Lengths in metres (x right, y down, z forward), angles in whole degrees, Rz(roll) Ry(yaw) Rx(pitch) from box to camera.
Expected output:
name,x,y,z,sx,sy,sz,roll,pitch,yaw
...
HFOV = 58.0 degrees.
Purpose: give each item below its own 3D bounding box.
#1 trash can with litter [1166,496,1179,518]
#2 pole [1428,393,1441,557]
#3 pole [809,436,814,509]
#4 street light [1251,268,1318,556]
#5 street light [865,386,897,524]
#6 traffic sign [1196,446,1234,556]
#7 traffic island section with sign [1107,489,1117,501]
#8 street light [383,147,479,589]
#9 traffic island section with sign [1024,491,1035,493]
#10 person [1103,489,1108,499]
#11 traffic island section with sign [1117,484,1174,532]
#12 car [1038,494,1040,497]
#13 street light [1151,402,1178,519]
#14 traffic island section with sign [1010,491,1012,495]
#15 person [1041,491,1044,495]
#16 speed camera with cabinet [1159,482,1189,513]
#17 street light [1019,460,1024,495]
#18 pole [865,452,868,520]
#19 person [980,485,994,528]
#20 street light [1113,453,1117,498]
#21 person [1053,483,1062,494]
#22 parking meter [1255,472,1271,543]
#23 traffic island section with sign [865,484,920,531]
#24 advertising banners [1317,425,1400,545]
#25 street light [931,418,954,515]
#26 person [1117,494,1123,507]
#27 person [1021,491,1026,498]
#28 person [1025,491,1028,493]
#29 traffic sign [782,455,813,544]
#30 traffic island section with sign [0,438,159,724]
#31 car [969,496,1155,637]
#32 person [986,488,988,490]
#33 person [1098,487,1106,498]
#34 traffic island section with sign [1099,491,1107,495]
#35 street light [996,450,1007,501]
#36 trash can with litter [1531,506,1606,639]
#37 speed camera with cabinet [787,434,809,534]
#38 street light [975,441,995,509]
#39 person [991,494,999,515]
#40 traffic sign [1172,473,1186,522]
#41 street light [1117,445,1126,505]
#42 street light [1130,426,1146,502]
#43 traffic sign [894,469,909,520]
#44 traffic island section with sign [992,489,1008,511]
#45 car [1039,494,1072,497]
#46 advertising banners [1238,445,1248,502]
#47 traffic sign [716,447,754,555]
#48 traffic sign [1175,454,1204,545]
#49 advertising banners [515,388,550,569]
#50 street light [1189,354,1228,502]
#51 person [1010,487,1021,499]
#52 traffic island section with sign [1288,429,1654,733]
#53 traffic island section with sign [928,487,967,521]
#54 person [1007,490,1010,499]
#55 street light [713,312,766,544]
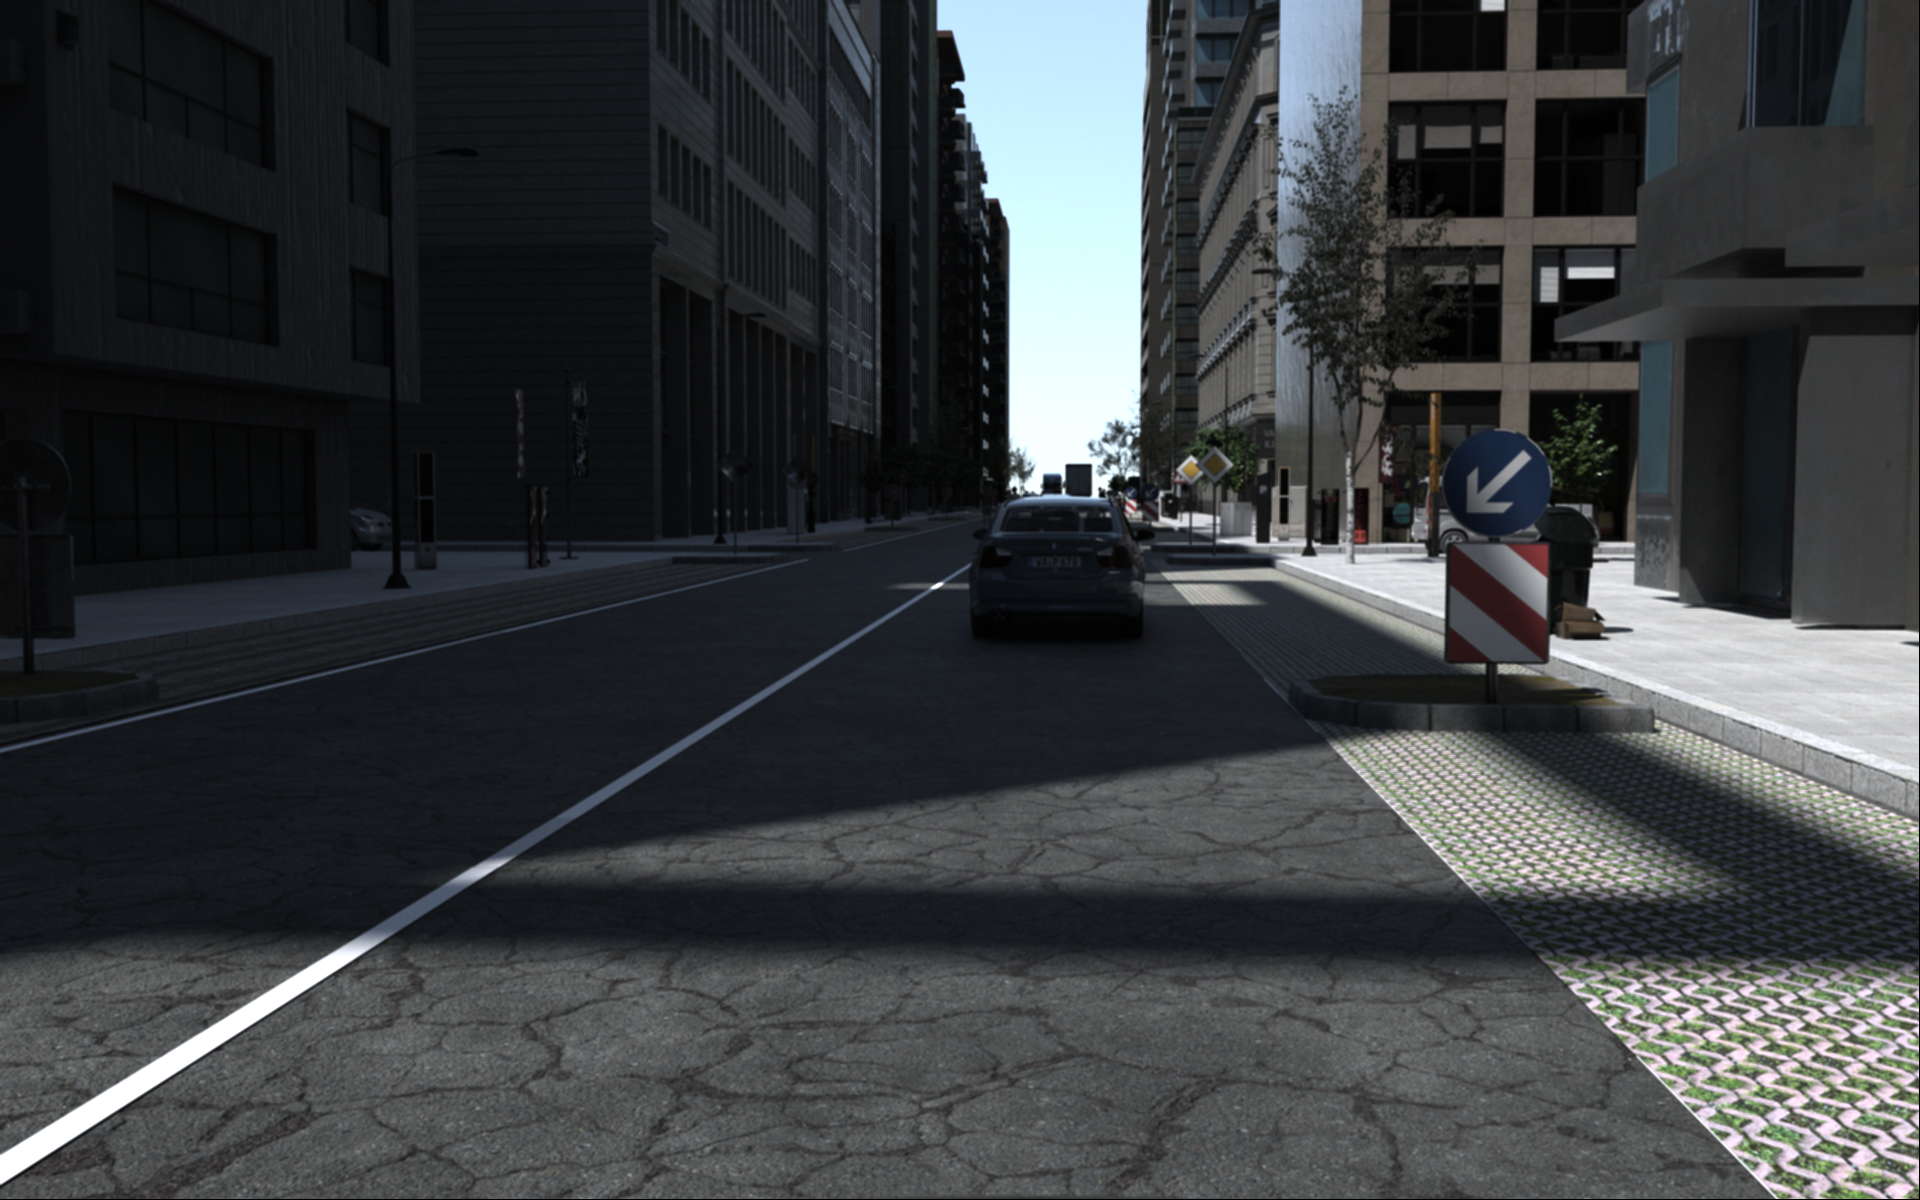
name,x,y,z,sx,sy,sz,roll,pitch,yaw
trash can with litter,11.280,-4.965,92.567,0.624,1.170,1.055,-1,4,-17
pole,9.622,-2.524,35.110,0.158,3.312,0.155,0,3,0
pole,-5.230,-4.108,61.009,0.158,3.312,0.155,0,3,0
street light,6.686,-3.863,35.700,1.470,5.913,1.316,0,4,4
street light,-3.400,-6.260,74.891,1.470,5.913,1.316,0,4,4
traffic sign,5.268,-1.970,35.851,0.795,2.450,0.064,0,4,4
traffic island section with sign,9.081,-5.181,93.336,1.989,1.847,2.006,0,4,4
street light,-7.123,-3.108,23.351,1.470,5.913,1.316,0,4,4
traffic island section with sign,10.695,-14.932,252.771,1.989,1.847,2.006,0,4,4
person,10.650,-7.303,127.933,0.705,1.821,1.348,-1,4,-16
traffic island section with sign,7.108,-3.501,65.868,1.989,1.847,2.006,0,4,4
car,6.941,-9.034,159.708,2.014,1.417,4.499,0,4,3
street light,10.371,-7.055,87.890,1.470,5.913,1.316,0,4,4
traffic island section with sign,4.844,-9.935,171.063,1.989,1.847,2.006,0,4,4
person,8.496,-10.308,177.590,0.434,1.755,0.990,2,4,29
speed camera with cabinet,14.346,-7.450,116.141,2.038,3.252,0.660,-2,4,-25
street light,8.016,-16.075,235.366,1.470,5.913,1.316,0,4,4
pole,-4.483,-5.489,83.590,0.158,3.312,0.155,0,3,0
person,1.176,-3.987,73.661,0.573,1.828,0.580,3,5,39
street light,18.055,-13.606,194.998,1.470,5.913,1.316,0,4,4
person,4.174,-3.950,72.449,0.474,1.900,0.648,-3,4,-37
parking meter,7.929,-2.427,45.395,0.399,1.863,0.255,1,4,10
traffic island section with sign,-2.596,-3.575,67.075,1.989,1.847,2.006,0,4,4
advertising banners,10.035,-2.900,43.601,2.074,3.025,0.090,0,4,-4
street light,-1.169,-8.145,105.713,1.470,5.913,1.316,0,4,4
person,11.724,-7.072,127.381,0.557,1.426,1.065,3,5,43
person,6.553,-10.018,173.026,1.217,1.736,0.721,1,4,12
person,6.470,-9.880,170.828,0.721,1.735,1.217,-1,4,-20
traffic sign,-4.179,-2.502,44.550,0.795,2.450,0.064,0,4,4
traffic island section with sign,-6.571,-0.179,11.555,1.989,1.847,2.006,0,4,4
car,1.098,-0.407,18.663,2.014,1.417,4.499,0,4,5
person,1.877,-6.583,116.155,0.581,1.822,0.654,1,4,14
person,8.542,-5.934,105.294,0.755,1.850,0.659,-1,4,-11
traffic island section with sign,12.621,-8.209,142.844,1.989,1.847,2.006,0,4,4
street light,4.202,-12.835,182.388,1.470,5.913,1.316,0,4,4
trash can with litter,5.576,-0.262,15.669,0.624,1.170,1.055,0,4,-1
speed camera with cabinet,-5.239,-3.773,56.029,0.660,3.252,2.038,0,4,-1
street light,2.047,-10.974,151.962,1.470,5.913,1.316,0,4,4
person,2.289,-6.682,120.970,0.991,1.433,0.599,1,4,22
traffic sign,10.158,-4.862,79.498,0.884,2.594,0.081,1,4,10
street light,15.970,-11.745,164.568,1.470,5.913,1.316,0,4,4
street light,12.534,-8.916,118.315,1.470,5.913,1.316,0,4,4
traffic sign,-2.942,-5.277,86.392,0.768,2.556,0.104,1,4,9
traffic island section with sign,2.865,-8.245,143.441,1.989,1.847,2.006,0,4,4
car,3.527,-3.300,63.738,2.009,1.686,4.222,0,4,4
advertising banners,9.995,-3.973,61.144,0.090,3.025,2.074,1,4,17
traffic sign,-4.749,-2.015,36.585,0.795,2.450,0.064,0,4,4
traffic sign,5.838,-2.457,43.816,0.795,2.450,0.064,0,4,4
advertising banners,-7.346,-2.052,29.730,0.090,3.025,2.074,0,4,0
street light,8.287,-5.194,57.460,1.470,5.913,1.316,0,4,4
person,2.176,-3.542,67.254,0.563,1.720,0.643,-2,4,-35
traffic island section with sign,3.210,-0.164,11.307,1.989,1.847,2.006,0,4,4
traffic island section with sign,-0.664,-5.230,94.135,1.989,1.847,2.006,0,4,4
person,3.661,-7.162,126.308,0.721,1.735,1.217,0,4,-7
street light,-5.649,-4.399,44.473,1.470,5.913,1.316,0,4,4
